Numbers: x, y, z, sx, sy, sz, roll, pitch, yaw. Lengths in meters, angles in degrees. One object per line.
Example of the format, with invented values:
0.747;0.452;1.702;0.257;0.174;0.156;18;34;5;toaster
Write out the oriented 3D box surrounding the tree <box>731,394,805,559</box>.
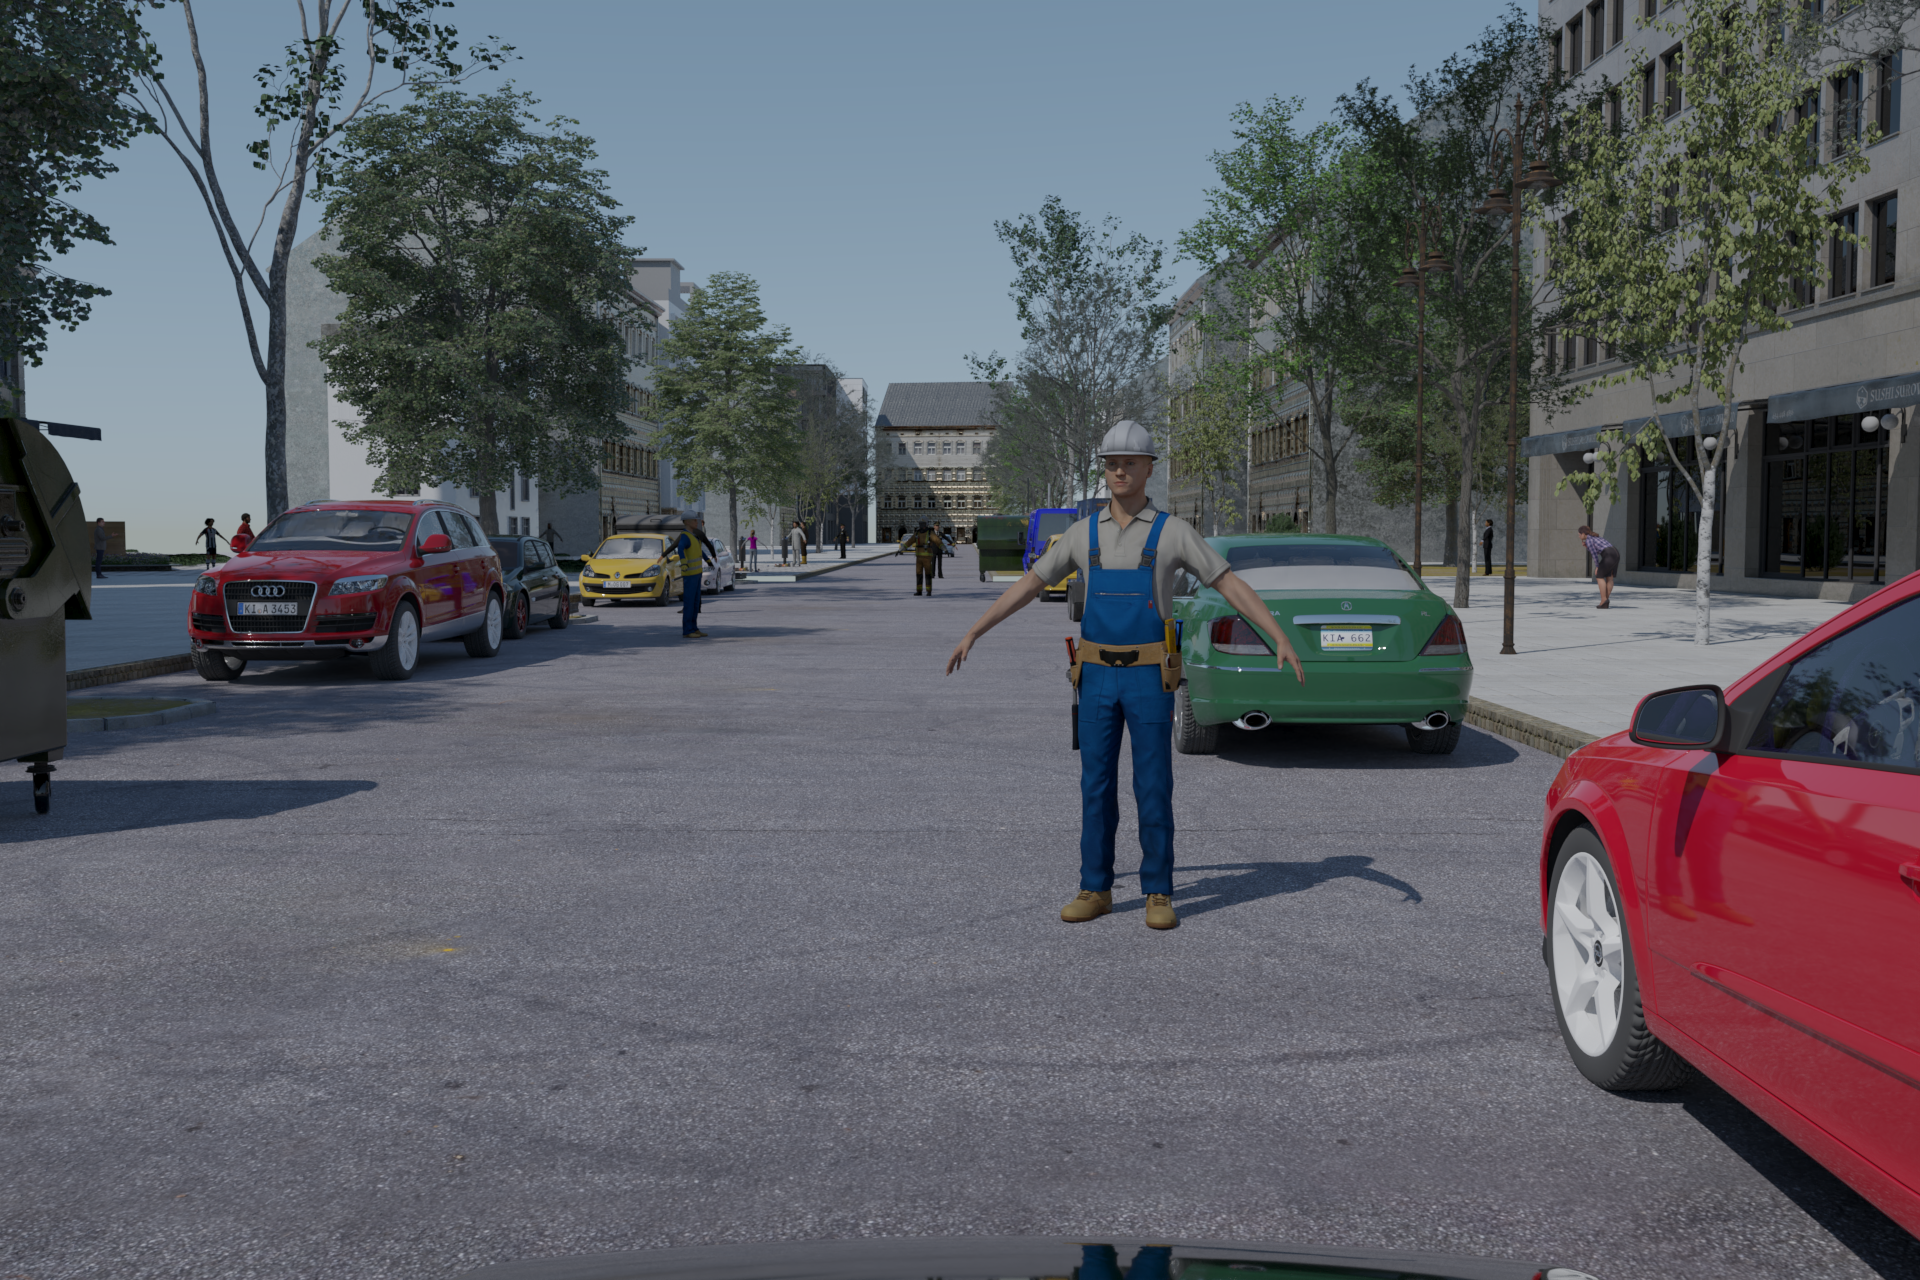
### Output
-9.623;-8.390;87.535;4.737;8.622;4.395;0;3;0;tree

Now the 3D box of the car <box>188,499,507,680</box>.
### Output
-6.417;-0.610;18.651;2.281;1.827;5.304;0;4;0;car

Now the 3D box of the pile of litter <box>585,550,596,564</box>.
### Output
-10.153;-2.146;49.058;1.176;0.858;1.719;0;3;0;pile of litter

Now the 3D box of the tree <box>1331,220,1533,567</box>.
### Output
19.037;-9.809;67.032;9.857;13.997;8.962;0;3;0;tree

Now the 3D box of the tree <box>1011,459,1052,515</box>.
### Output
6.324;-12.117;148.473;4.360;8.622;3.978;0;3;0;tree

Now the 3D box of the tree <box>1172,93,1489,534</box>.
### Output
8.792;-7.063;41.228;9.928;11.665;9.643;0;3;0;tree

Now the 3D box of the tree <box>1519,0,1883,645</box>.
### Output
8.614;-4.260;20.019;4.737;8.622;4.395;0;3;0;tree

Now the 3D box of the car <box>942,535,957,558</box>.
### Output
-1.216;-5.810;106.997;2.014;1.417;4.499;0;4;-1;car

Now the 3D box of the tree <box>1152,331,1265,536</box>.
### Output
8.976;-6.802;61.568;4.737;8.622;4.395;0;3;0;tree

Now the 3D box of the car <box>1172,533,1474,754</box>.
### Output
2.332;-0.056;12.712;2.131;1.459;4.920;0;4;0;car

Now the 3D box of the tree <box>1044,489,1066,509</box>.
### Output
13.476;-17.915;243.273;4.360;8.622;3.978;0;3;0;tree

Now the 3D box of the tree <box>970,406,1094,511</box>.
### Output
6.049;-13.946;138.394;12.009;13.543;11.850;0;3;0;tree

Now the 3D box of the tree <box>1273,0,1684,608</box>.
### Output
9.044;-5.837;29.854;7.601;10.594;8.767;-1;4;-17;tree

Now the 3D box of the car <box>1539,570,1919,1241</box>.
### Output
2.495;0.358;3.195;2.155;1.783;4.494;0;4;1;car

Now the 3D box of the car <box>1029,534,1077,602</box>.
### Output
2.523;-1.690;37.859;2.015;1.641;3.980;0;4;0;car

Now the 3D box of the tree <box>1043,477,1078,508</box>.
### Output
14.179;-19.298;249.941;7.601;10.594;8.767;0;4;1;tree

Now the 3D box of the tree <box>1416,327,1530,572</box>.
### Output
17.282;-6.574;57.853;4.360;8.622;3.978;0;3;0;tree

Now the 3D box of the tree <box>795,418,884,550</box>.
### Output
-9.533;-12.429;137.631;7.601;10.594;8.767;-1;4;-11;tree

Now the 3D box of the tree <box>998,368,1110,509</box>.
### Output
6.061;-11.195;108.789;9.928;11.665;9.643;0;3;0;tree

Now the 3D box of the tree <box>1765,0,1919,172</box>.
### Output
8.796;-6.181;11.430;12.009;13.543;11.850;0;3;0;tree

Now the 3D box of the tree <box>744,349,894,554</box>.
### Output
-9.439;-12.470;114.249;12.009;13.543;11.850;0;3;0;tree

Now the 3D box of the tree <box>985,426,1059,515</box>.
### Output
5.648;-14.536;155.791;7.486;12.596;7.792;0;3;0;tree

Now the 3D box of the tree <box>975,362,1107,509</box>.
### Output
6.319;-12.883;121.010;12.009;13.543;11.850;0;3;0;tree

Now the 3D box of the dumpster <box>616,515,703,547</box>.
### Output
-6.704;-1.863;38.682;1.865;1.857;1.264;0;3;0;dumpster

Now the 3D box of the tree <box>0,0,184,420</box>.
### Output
-13.025;-6.770;17.344;9.857;13.997;8.962;0;3;0;tree

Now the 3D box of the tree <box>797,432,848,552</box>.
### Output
-9.839;-10.537;122.640;4.737;8.622;4.395;0;3;0;tree

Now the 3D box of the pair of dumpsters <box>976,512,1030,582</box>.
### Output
2.691;-2.863;51.758;4.436;2.255;1.574;0;3;0;pair of dumpsters

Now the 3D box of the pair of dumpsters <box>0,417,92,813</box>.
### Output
-6.704;-0.203;8.274;4.436;2.255;1.574;0;4;0;pair of dumpsters

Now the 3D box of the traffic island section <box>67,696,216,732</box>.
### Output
-6.963;0.578;13.415;1.991;0.108;1.994;0;4;0;traffic island section

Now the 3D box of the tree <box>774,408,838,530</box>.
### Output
-9.215;-9.245;101.523;4.360;8.622;3.978;0;3;0;tree

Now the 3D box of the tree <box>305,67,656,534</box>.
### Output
-13.012;-8.596;47.203;9.857;13.997;8.962;0;3;0;tree

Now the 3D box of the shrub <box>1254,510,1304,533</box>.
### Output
10.688;-3.287;57.790;1.661;2.075;1.752;0;3;0;shrub

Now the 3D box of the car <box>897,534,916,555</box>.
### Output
-3.314;-6.670;119.278;2.015;1.641;3.980;0;3;0;car

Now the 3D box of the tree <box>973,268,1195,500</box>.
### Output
5.881;-10.346;79.527;12.009;13.543;11.850;0;3;0;tree

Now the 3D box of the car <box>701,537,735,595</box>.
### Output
-6.610;-1.834;42.350;2.083;1.381;4.827;0;4;0;car

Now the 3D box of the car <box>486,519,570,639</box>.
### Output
-6.813;-0.920;24.826;2.009;1.686;4.222;0;4;0;car

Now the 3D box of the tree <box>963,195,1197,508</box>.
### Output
6.582;-14.637;95.202;12.611;20.169;13.585;0;3;0;tree

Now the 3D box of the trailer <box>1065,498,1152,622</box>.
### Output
2.516;-1.361;29.298;1.471;1.999;3.904;0;4;-1;trailer

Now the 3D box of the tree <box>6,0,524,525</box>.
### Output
-13.524;-10.776;32.070;12.611;20.169;13.585;0;3;0;tree

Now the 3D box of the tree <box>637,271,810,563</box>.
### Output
-10.315;-9.618;75.388;7.486;12.596;7.792;0;3;0;tree

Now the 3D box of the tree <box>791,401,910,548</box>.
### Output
-9.645;-15.086;157.030;12.009;13.543;11.850;0;3;0;tree

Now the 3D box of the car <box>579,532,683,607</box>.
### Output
-6.615;-1.543;35.452;2.015;1.641;3.980;0;4;1;car
